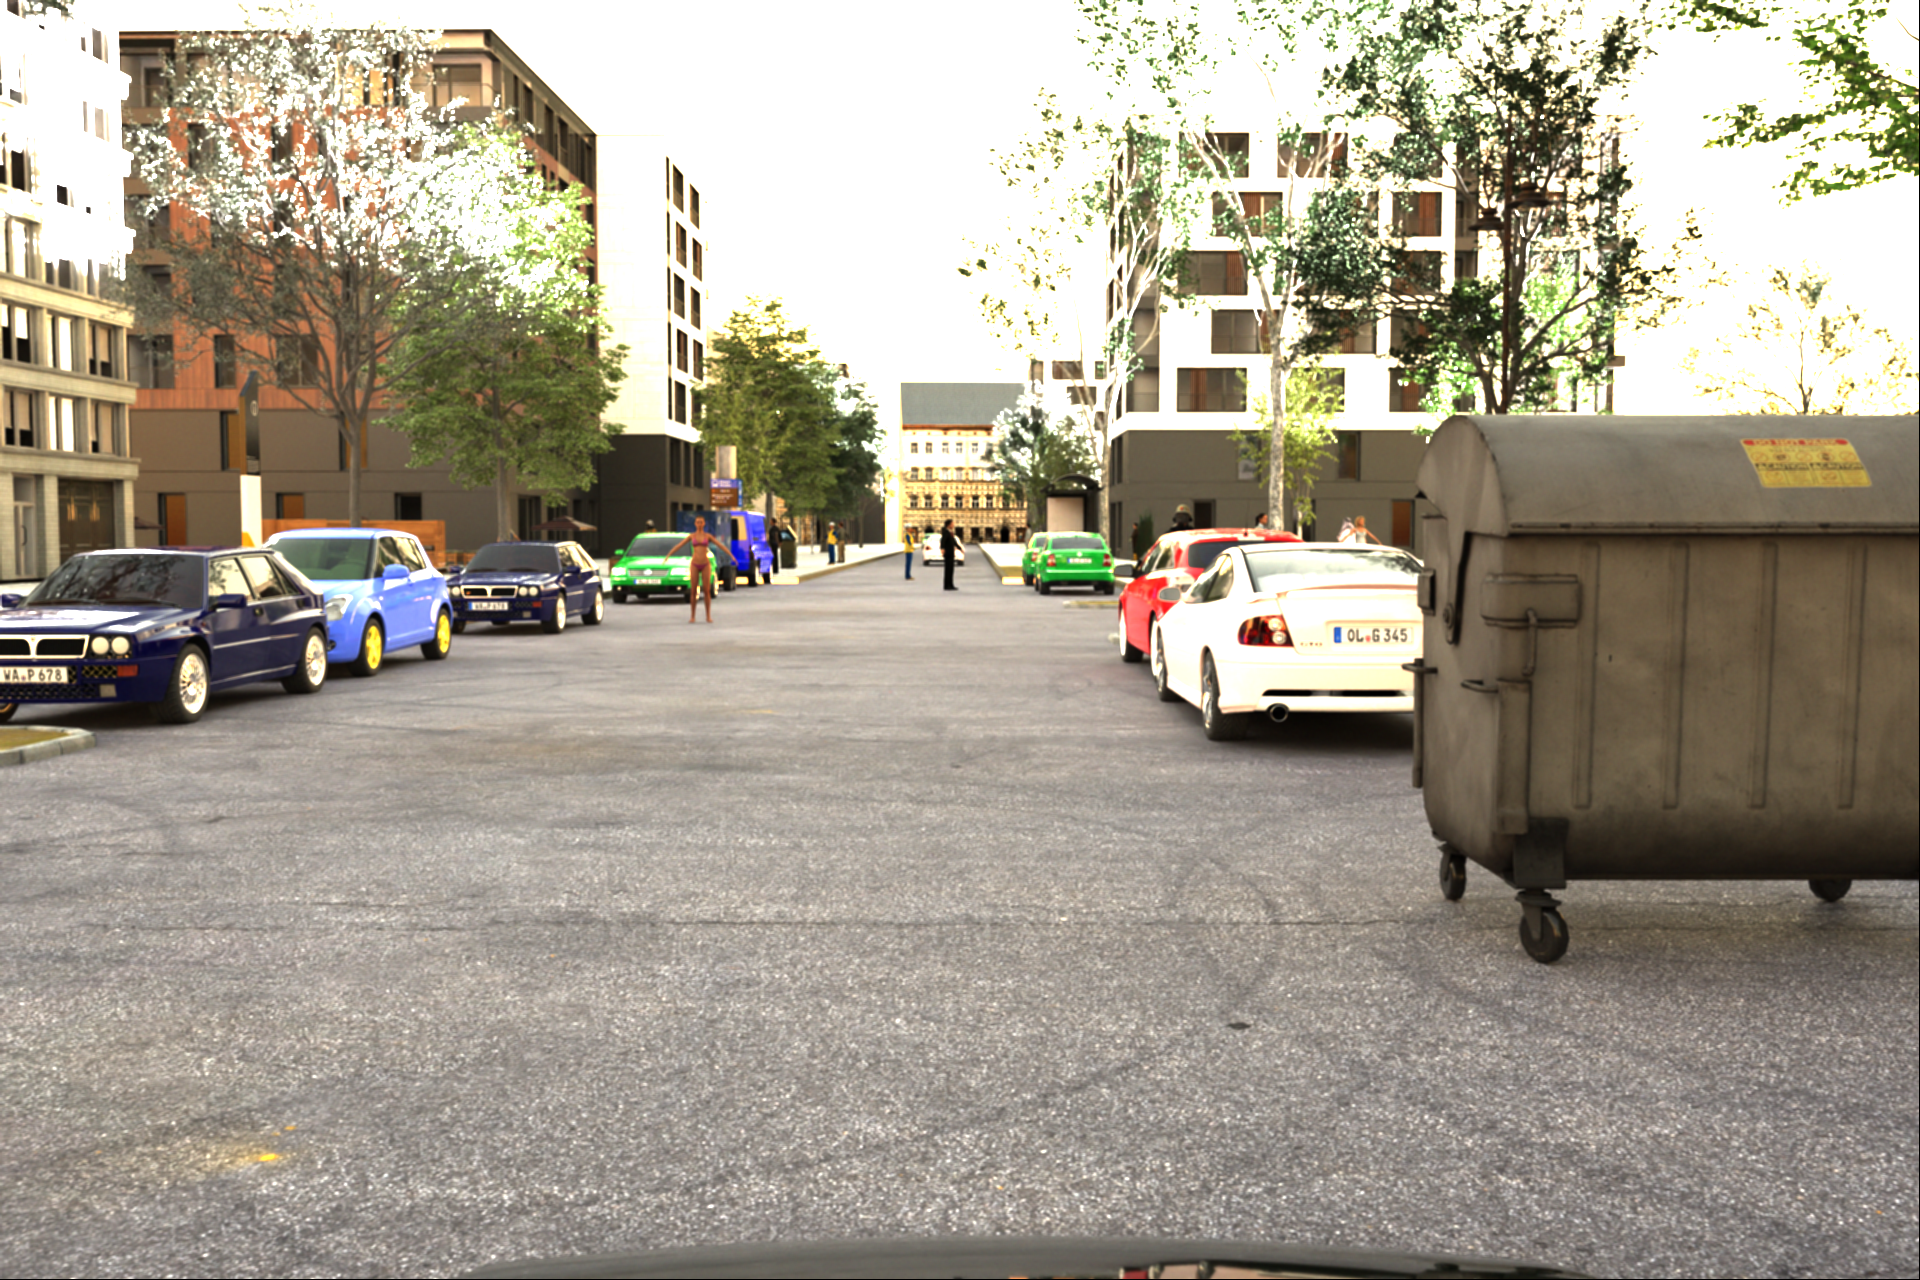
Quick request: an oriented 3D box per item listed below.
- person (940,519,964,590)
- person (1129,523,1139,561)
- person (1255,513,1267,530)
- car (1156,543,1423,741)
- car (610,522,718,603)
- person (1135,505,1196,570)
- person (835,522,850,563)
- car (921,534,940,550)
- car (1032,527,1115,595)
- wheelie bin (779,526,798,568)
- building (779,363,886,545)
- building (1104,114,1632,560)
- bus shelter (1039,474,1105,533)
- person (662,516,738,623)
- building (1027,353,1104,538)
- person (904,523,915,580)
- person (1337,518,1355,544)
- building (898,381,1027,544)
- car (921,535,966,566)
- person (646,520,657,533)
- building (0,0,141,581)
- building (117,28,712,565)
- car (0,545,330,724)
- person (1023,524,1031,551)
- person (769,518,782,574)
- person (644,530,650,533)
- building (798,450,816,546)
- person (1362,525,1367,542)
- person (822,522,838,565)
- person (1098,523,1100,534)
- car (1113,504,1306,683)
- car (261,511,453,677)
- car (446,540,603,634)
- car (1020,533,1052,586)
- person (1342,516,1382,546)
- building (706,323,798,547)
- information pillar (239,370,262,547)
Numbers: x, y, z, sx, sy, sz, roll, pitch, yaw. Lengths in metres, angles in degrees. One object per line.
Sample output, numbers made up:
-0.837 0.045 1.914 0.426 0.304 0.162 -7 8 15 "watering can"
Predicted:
-0.250 -2.182 44.326 0.705 1.806 1.347 2 4 23 "person"
8.348 -4.682 82.680 0.704 1.812 1.346 1 4 22 "person"
6.670 -1.894 37.794 0.721 1.735 1.217 3 4 39 "person"
2.632 -0.063 13.387 2.083 1.381 4.827 0 4 0 "car"
-6.318 -1.741 37.263 1.959 1.807 4.718 0 4 0 "car"
3.231 -1.039 25.221 1.354 1.856 0.705 1 4 16 "person"
-5.317 -4.331 77.084 0.705 1.796 1.348 3 4 38 "person"
-2.487 -8.946 155.059 1.959 1.807 4.718 0 3 0 "car"
2.757 -2.046 42.255 1.959 1.807 4.718 0 3 0 "car"
-6.428 -3.474 64.710 0.693 1.594 0.980 0 4 2 "wheelie bin"
-24.076 -23.158 222.613 27.936 21.610 32.646 0 4 0 "building"
22.132 -15.714 100.893 27.936 21.610 32.646 0 3 0 "building"
3.872 -4.085 60.711 2.014 3.302 5.546 0 4 0 "bus shelter"
-4.212 -1.152 28.094 1.217 1.733 0.721 -1 4 -9 "person"
22.022 -22.460 211.191 27.936 21.610 32.646 0 4 1 "building"
-1.535 -2.782 54.400 0.721 1.772 1.216 0 4 -6 "person"
10.991 -2.599 49.210 0.621 1.740 0.551 3 4 36 "person"
0.400 -25.340 247.690 18.063 23.208 19.493 0 4 -4 "building"
-0.760 -4.102 79.422 2.083 1.381 4.827 0 4 -1 "car"
-12.910 -4.056 72.082 0.705 1.858 1.354 -3 5 -44 "person"
-28.352 -11.976 42.486 8.464 21.280 15.925 0 4 1 "building"
-29.073 -14.856 86.873 27.936 21.610 32.646 0 4 1 "building"
-6.650 -0.105 14.295 1.945 1.354 3.894 0 4 0 "car"
3.403 -4.962 87.311 0.705 1.806 1.347 0 4 -7 "person"
-6.080 -3.062 56.294 0.704 1.802 1.346 1 4 22 "person"
-11.515 -3.359 64.188 0.599 1.433 0.991 -2 4 -24 "person"
-26.466 -22.370 196.675 19.493 23.208 18.063 0 3 0 "building"
17.123 -4.141 73.832 0.704 1.817 1.347 0 4 4 "person"
-5.425 -4.020 72.193 0.721 1.772 1.216 -2 4 -33 "person"
6.356 -4.374 77.444 0.705 1.837 1.347 1 4 19 "person"
2.723 -0.554 18.105 2.155 1.783 4.494 0 4 -1 "car"
-6.723 -0.545 18.510 1.945 1.707 3.694 0 3 0 "car"
-6.569 -0.828 26.110 1.945 1.354 3.894 0 4 1 "car"
2.695 -2.478 49.317 1.959 1.807 4.718 0 4 0 "car"
10.578 -2.389 45.671 1.214 1.753 0.721 -1 4 -13 "person"
-26.641 -21.022 174.631 19.493 23.208 18.063 0 4 1 "building"
-10.061 -2.033 24.594 0.183 3.616 0.504 0 4 1 "information pillar"
